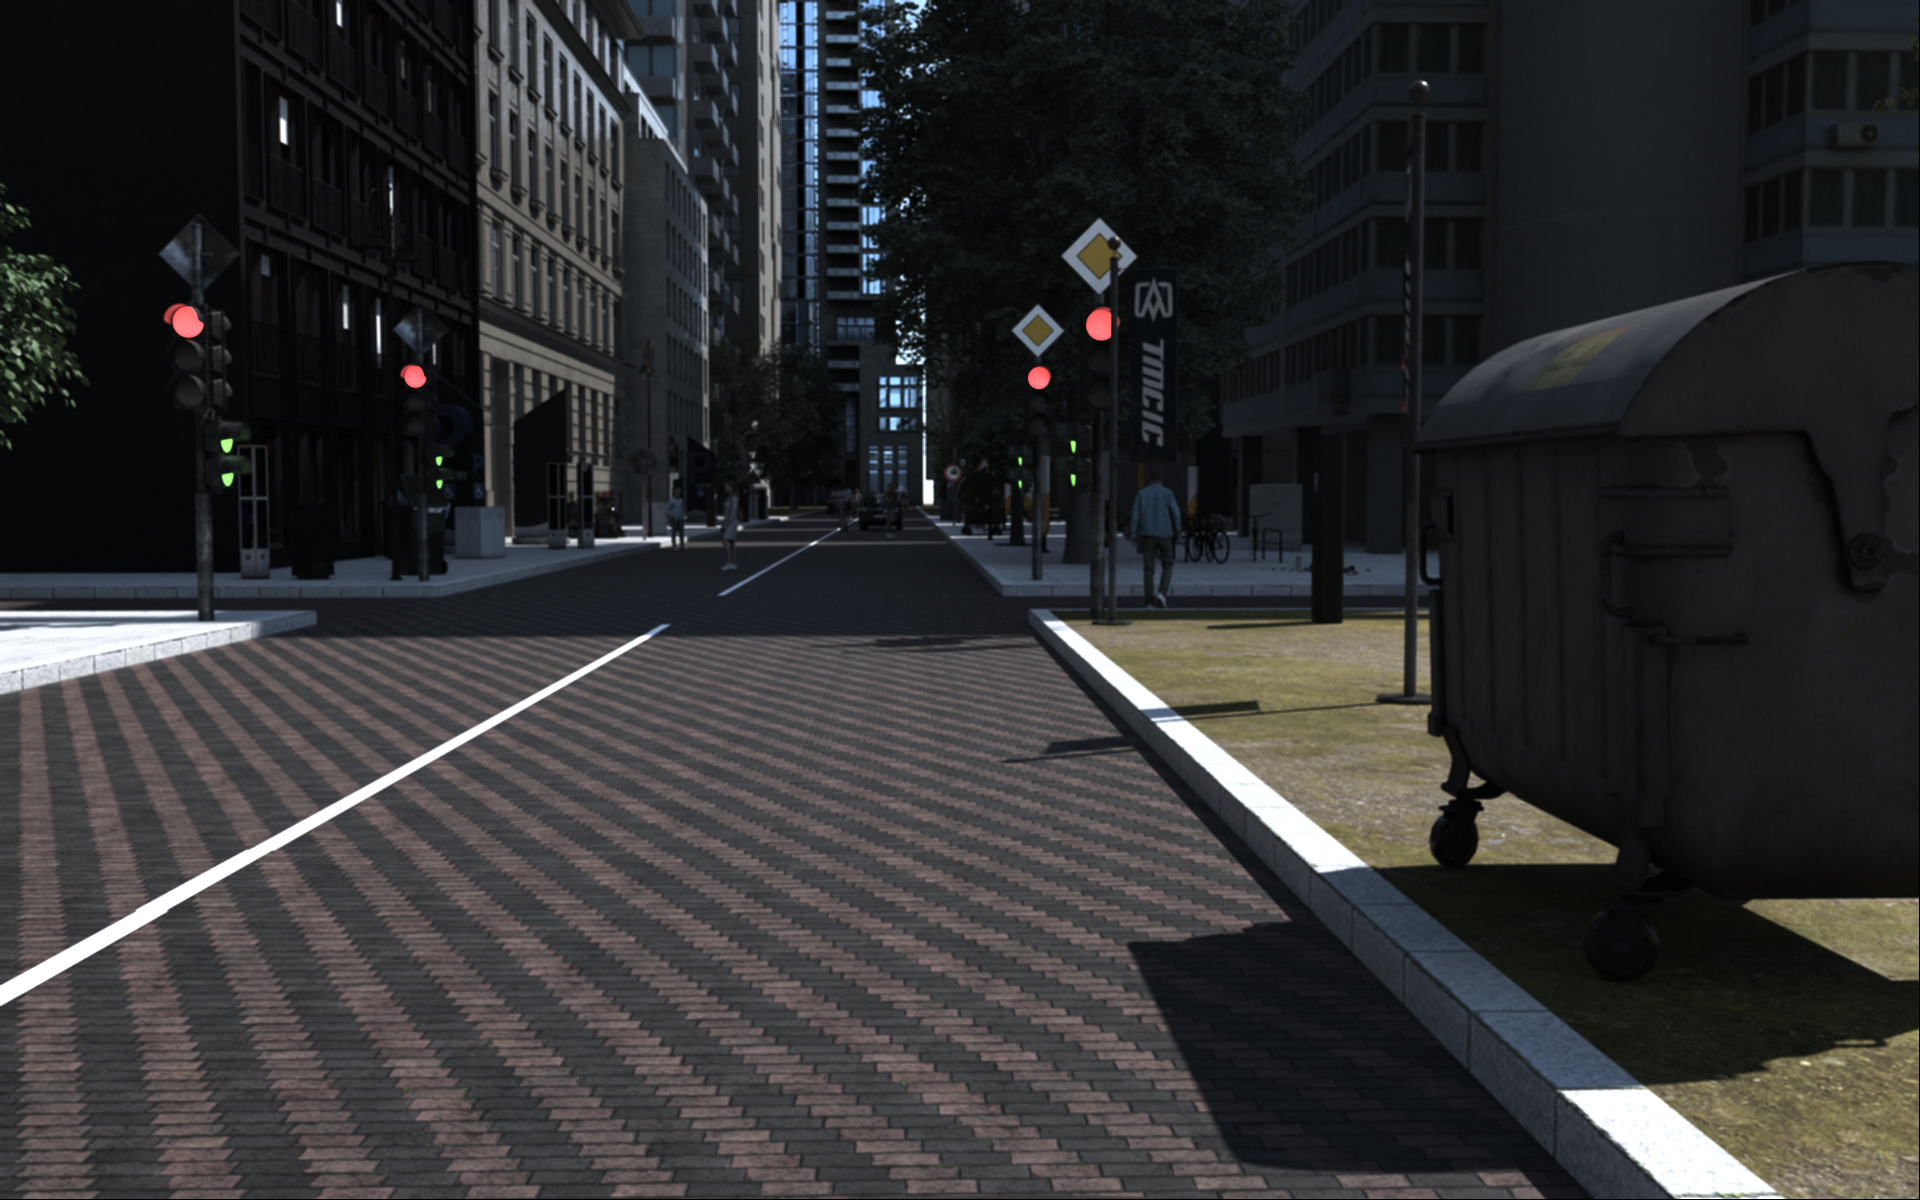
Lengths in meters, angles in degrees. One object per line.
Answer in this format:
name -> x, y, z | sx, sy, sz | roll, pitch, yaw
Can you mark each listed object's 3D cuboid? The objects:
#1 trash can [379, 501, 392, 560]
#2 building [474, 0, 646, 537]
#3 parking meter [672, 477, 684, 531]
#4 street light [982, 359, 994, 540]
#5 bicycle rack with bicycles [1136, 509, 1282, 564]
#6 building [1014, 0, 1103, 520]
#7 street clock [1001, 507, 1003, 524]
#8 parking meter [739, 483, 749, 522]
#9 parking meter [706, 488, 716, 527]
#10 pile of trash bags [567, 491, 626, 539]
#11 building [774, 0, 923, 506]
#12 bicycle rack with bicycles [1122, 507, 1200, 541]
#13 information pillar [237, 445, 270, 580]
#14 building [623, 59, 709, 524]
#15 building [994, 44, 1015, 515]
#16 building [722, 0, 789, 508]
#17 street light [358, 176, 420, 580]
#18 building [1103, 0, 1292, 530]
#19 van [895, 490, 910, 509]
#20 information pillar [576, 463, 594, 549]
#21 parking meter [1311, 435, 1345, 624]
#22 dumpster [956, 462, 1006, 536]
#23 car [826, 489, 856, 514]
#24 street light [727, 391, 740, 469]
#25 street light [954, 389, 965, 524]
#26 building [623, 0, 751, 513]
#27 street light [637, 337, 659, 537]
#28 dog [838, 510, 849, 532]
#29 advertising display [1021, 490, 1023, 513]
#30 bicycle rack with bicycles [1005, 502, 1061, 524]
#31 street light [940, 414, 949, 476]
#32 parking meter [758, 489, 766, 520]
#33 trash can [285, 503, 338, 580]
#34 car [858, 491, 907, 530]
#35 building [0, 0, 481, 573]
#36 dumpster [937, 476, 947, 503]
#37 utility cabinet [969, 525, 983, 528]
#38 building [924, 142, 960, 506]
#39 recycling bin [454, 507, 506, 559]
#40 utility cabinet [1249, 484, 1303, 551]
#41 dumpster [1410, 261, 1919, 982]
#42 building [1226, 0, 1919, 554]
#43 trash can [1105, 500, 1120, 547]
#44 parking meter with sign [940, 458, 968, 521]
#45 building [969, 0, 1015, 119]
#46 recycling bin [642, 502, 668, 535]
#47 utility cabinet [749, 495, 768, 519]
trash can -> -11.033, -1.370, 34.060 | 0.748, 1.137, 0.748 | 0, 3, 0
building -> -20.850, -13.778, 58.550 | 16.112, 22.955, 30.059 | 0, 4, -2
parking meter -> -9.714, -3.299, 59.642 | 0.399, 1.863, 0.255 | -1, 4, -9
street light -> 0.842, -4.612, 48.202 | 0.468, 5.910, 1.993 | 0, 4, -2
bicycle rack with bicycles -> 4.967, -1.201, 33.014 | 2.852, 0.926, 2.925 | 0, 4, 1
building -> 10.191, -26.927, 90.361 | 14.600, 45.320, 14.200 | 0, 4, -2
street clock -> 1.728, -4.214, 73.462 | 0.358, 2.002, 0.471 | 0, 4, -7
parking meter -> -9.784, -4.460, 78.630 | 0.399, 1.863, 0.255 | -2, 4, -33
parking meter -> -9.681, -3.609, 67.419 | 0.372, 1.533, 0.369 | 0, 3, 0
pile of trash bags -> -10.801, -2.539, 51.260 | 1.912, 1.369, 3.447 | 0, 4, 1
building -> -19.825, -54.070, 196.709 | 31.000, 86.520, 22.319 | 0, 4, -2
bicycle rack with bicycles -> 5.833, -2.121, 48.064 | 2.925, 0.926, 2.852 | -1, 4, -22
information pillar -> -10.634, -1.321, 26.085 | 0.304, 2.012, 0.304 | 1, 4, 19
building -> -18.173, -13.941, 82.689 | 10.420, 20.320, 16.860 | 0, 4, -2
building -> 8.947, -20.984, 114.793 | 14.160, 30.474, 14.107 | 0, 4, -2
building -> -30.181, -34.763, 157.612 | 27.495, 52.752, 28.713 | 0, 4, -2
street light -> -8.399, -3.231, 25.621 | 0.468, 5.910, 1.993 | 0, 4, -2
building -> 12.408, -18.169, 68.763 | 14.160, 30.474, 14.107 | 0, 4, -2
van -> -5.837, -9.722, 165.969 | 2.013, 2.044, 4.112 | 0, 4, -1
information pillar -> -8.802, -2.215, 40.708 | 0.304, 2.012, 0.304 | -2, 4, -34
parking meter -> 3.675, -0.708, 17.292 | 0.255, 1.863, 0.399 | 0, 4, 1
dumpster -> 0.663, -3.165, 54.249 | 1.502, 2.255, 1.985 | 0, 4, -2
car -> -8.593, -7.161, 125.753 | 2.281, 1.827, 5.304 | 0, 4, -2
street light -> -10.021, -6.351, 76.622 | 0.468, 5.910, 1.993 | 0, 4, -2
street light -> -0.016, -6.221, 74.501 | 0.468, 5.910, 1.993 | 0, 4, -2
building -> -26.617, -30.269, 114.513 | 23.786, 49.044, 30.456 | 0, 4, -2
street light -> -9.190, -4.799, 51.245 | 0.468, 5.910, 1.993 | 0, 4, -2
dog -> -4.531, -3.040, 66.539 | 0.513, 0.831, 0.800 | 1, 4, 11
advertising display -> 1.957, -3.196, 57.464 | 0.123, 1.923, 0.974 | 1, 4, 12
bicycle rack with bicycles -> 3.341, -3.862, 76.530 | 2.925, 0.926, 2.852 | -3, 4, -38
street light -> -0.906, -7.810, 100.477 | 0.468, 5.910, 1.993 | 0, 4, -2
parking meter -> -9.951, -4.802, 86.928 | 0.372, 1.533, 0.369 | 0, 3, 0
trash can -> -9.757, -0.883, 26.098 | 0.748, 1.137, 0.748 | 0, 3, 0
car -> -3.161, -3.688, 70.087 | 2.009, 1.686, 4.222 | 0, 4, -1
building -> -17.987, -12.567, 35.144 | 12.332, 23.373, 15.834 | 0, 4, -2
dumpster -> -0.366, -5.171, 87.034 | 1.502, 2.255, 1.985 | 0, 4, -2
utility cabinet -> 0.611, -3.318, 65.416 | 0.306, 1.237, 1.020 | -1, 4, -18
building -> 3.084, -31.249, 194.522 | 14.086, 41.232, 14.154 | 0, 4, -2
recycling bin -> -9.555, -1.341, 34.481 | 0.722, 1.027, 0.722 | 2, 4, 25
utility cabinet -> 7.106, -1.856, 39.028 | 1.173, 1.500, 0.318 | 3, 4, 37
dumpster -> 2.229, 0.033, 5.217 | 1.264, 1.857, 1.865 | 0, 4, -2
building -> 19.834, -21.408, 41.898 | 23.993, 40.220, 32.217 | 0, 4, -2
trash can -> 3.485, -1.844, 41.797 | 0.748, 1.137, 0.748 | 0, 3, 0
parking meter with sign -> -0.333, -5.356, 83.836 | 0.543, 3.016, 1.738 | 2, 4, 34
building -> 7.524, -28.083, 142.753 | 14.154, 41.232, 14.086 | 0, 4, -2
recycling bin -> -9.519, -2.541, 54.100 | 0.722, 1.027, 0.722 | 0, 4, -4
utility cabinet -> -10.445, -4.802, 89.673 | 1.020, 1.237, 0.306 | 0, 4, -3
